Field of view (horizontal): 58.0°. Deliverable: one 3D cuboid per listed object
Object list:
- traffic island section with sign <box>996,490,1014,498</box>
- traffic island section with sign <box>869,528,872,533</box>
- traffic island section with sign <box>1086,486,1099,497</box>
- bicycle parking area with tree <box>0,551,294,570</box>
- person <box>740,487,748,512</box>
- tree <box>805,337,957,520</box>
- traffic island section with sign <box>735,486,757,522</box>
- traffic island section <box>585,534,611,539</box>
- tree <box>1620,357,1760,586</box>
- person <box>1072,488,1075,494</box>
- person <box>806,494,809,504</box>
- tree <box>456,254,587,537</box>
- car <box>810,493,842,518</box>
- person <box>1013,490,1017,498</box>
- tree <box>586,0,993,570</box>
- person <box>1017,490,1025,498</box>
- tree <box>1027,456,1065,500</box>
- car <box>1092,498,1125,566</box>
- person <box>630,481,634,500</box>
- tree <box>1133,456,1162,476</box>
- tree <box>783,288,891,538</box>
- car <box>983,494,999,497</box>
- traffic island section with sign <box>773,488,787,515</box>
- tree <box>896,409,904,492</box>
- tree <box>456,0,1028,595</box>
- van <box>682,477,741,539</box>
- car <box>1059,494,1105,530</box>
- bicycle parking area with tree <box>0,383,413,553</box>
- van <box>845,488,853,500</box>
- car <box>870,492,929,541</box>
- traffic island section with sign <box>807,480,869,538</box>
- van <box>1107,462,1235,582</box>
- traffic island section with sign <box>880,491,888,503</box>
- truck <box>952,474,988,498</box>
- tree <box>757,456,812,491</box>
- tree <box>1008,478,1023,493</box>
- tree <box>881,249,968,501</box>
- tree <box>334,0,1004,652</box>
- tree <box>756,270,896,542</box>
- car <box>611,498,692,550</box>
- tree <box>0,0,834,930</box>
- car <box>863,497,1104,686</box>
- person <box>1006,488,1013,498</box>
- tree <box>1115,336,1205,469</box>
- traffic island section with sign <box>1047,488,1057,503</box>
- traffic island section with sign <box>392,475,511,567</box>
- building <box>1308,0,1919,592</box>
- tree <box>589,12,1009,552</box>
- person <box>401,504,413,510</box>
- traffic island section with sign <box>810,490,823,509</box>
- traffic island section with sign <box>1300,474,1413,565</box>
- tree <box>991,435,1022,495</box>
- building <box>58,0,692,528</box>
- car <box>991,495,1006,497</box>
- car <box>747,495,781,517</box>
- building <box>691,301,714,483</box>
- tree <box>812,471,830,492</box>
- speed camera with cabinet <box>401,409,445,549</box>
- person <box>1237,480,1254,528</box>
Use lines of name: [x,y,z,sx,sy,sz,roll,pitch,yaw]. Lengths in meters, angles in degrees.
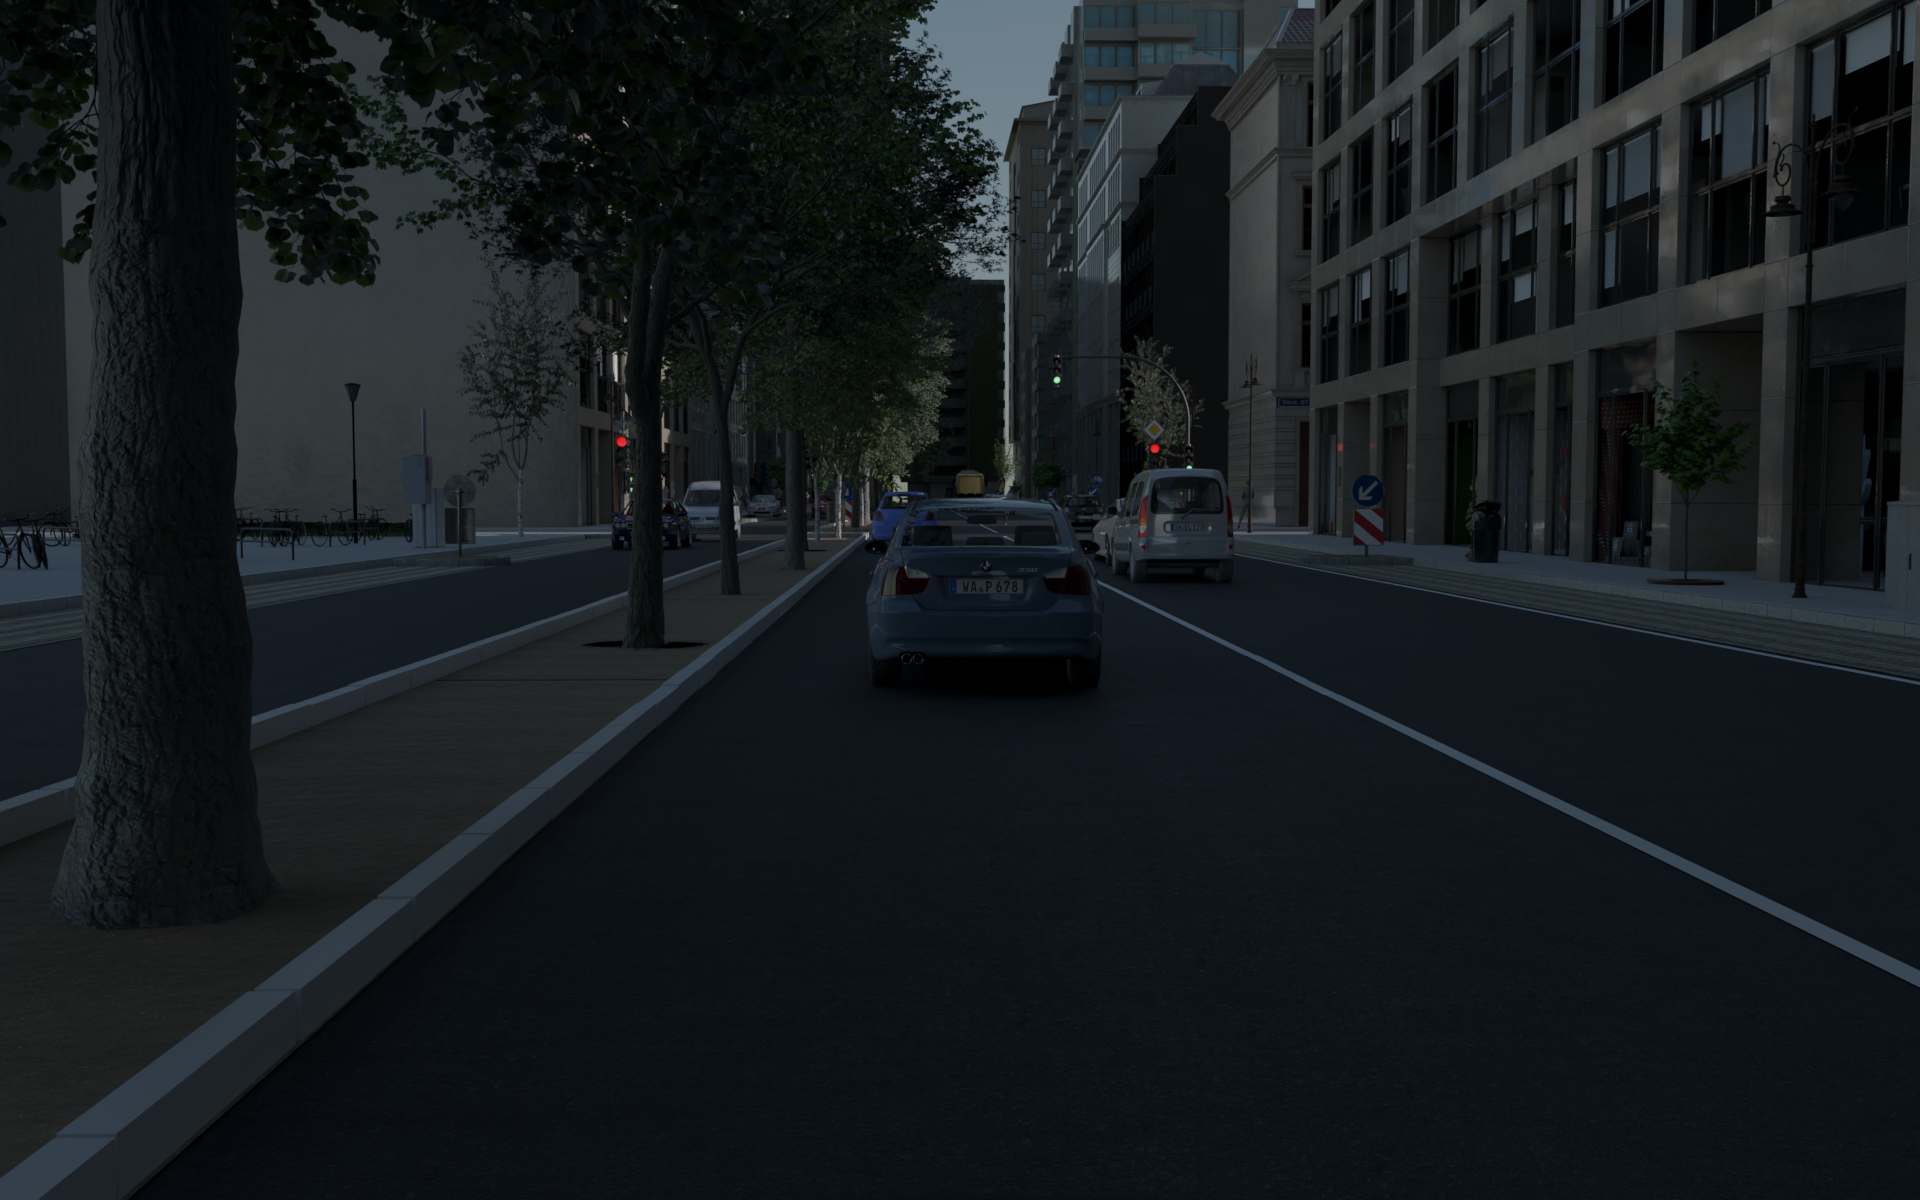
traffic island section with sign: [4.778,-9.692,167.097,1.989,1.847,2.006,0,4,-1]
traffic island section with sign: [-4.300,-3.454,64.607,2.006,1.907,1.989,0,4,-1]
traffic island section with sign: [6.704,-4.972,89.913,1.989,1.847,2.006,0,4,-1]
bicycle parking area with tree: [-17.547,-2.788,32.578,8.231,4.147,9.016,-3,5,-41]
person: [-15.207,-7.093,122.196,0.709,1.800,0.728,2,4,29]
tree: [-4.918,-10.699,94.388,9.611,12.733,9.660,0,3,0]
traffic island section with sign: [-11.513,-4.939,89.384,1.989,1.847,2.006,0,4,-1]
traffic island section: [-11.032,-2.111,56.797,2.009,0.180,2.903,0,4,-1]
tree: [10.484,-1.835,24.602,1.663,3.219,1.824,0,3,0]
person: [8.143,-7.327,126.517,0.598,1.740,0.731,0,4,-4]
person: [-19.437,-12.827,219.151,0.436,1.711,0.756,-3,5,-42]
tree: [-13.109,-6.185,51.481,4.360,8.622,3.978,0,3,0]
car: [-8.103,-5.929,105.973,2.155,1.783,4.494,0,4,-2]
person: [6.101,-11.310,191.632,0.621,1.740,0.551,-1,4,-17]
tree: [-3.242,-6.860,32.743,7.486,12.596,7.792,0,3,0]
person: [7.095,-11.997,202.908,1.217,1.735,0.721,-3,4,-37]
tree: [7.396,-10.104,148.909,4.285,4.588,4.351,0,3,0]
car: [3.832,-1.450,36.066,2.083,1.381,4.827,0,4,-1]
person: [-13.132,-3.921,70.166,0.620,1.820,0.660,-1,4,-18]
tree: [9.310,-5.581,85.859,1.663,3.219,1.824,0,3,0]
tree: [-3.934,-6.297,55.779,4.360,8.622,3.978,0,3,0]
car: [2.512,-7.640,136.704,2.131,1.459,4.920,0,4,-1]
traffic island section with sign: [-12.194,-6.587,116.331,1.989,1.847,2.006,0,4,-1]
tree: [-4.362,-7.615,77.322,4.737,8.622,4.395,0,3,0]
tree: [-3.237,-5.365,24.595,8.767,10.594,7.601,0,4,-1]
van: [-7.821,-2.880,54.092,2.013,2.044,4.112,0,4,-2]
car: [4.606,-3.498,66.976,2.009,1.686,4.222,0,4,-2]
bicycle parking area with tree: [-18.325,-3.552,45.076,8.231,4.147,9.016,1,4,21]
van: [-10.185,-9.533,160.242,2.240,2.365,5.245,0,4,0]
car: [-1.414,-2.196,45.495,1.945,1.707,3.694,0,4,-1]
traffic island section with sign: [-4.126,-3.001,57.202,2.006,1.907,1.989,0,4,-1]
van: [3.574,-1.378,29.549,2.013,2.044,4.112,0,4,-1]
traffic island section with sign: [-6.173,-8.048,139.722,2.006,1.907,1.989,0,4,-1]
truck: [0.959,-10.406,166.058,3.469,3.379,9.791,0,4,0]
tree: [-15.402,-9.890,145.422,4.285,4.588,4.351,0,3,0]
tree: [6.438,-12.905,205.600,1.663,3.219,1.824,0,3,0]
tree: [-6.309,-15.713,115.260,12.611,20.169,13.585,0,3,0]
tree: [-2.830,-5.352,15.722,9.928,11.665,9.643,0,3,0]
tree: [-4.197,-6.013,51.132,4.737,8.622,4.395,0,3,0]
car: [-8.171,-2.045,46.010,1.945,1.354,3.894,0,4,-2]
tree: [-2.772,-5.906,5.676,9.857,13.997,8.962,0,3,0]
car: [0.186,-0.137,14.242,2.014,1.417,4.499,0,3,0]
person: [2.986,-5.801,103.573,0.478,1.798,0.641,0,4,-3]
tree: [9.045,-7.953,80.387,4.360,8.622,3.978,0,3,0]
traffic island section with sign: [6.029,-6.620,116.860,1.989,1.847,2.006,0,4,-1]
traffic island section with sign: [-10.165,-1.606,34.885,1.989,1.847,2.006,0,4,-1]
building: [21.144,-14.268,37.802,19.350,26.468,34.151,0,4,-1]
tree: [-3.902,-7.933,42.530,12.009,13.543,11.850,0,3,0]
person: [-17.287,-2.981,55.049,0.850,1.792,0.678,1,4,13]
traffic island section with sign: [-13.435,-9.688,167.028,1.989,1.847,2.006,0,4,-1]
traffic island section with sign: [8.049,-1.642,35.474,1.989,1.847,2.006,0,4,-1]
tree: [5.717,-16.377,218.131,4.737,8.622,4.395,0,3,0]
building: [-24.668,-16.995,82.380,19.350,26.468,34.151,0,4,-1]
car: [2.675,-6.300,115.372,2.083,1.381,4.827,0,4,-1]
car: [-12.198,-5.850,108.009,2.083,1.381,4.827,0,4,-2]
building: [-23.085,-19.839,110.278,13.634,28.700,20.117,0,4,-1]
tree: [-17.487,-14.225,216.293,4.285,4.588,4.351,0,3,0]
speed camera with cabinet: [-12.724,-2.857,41.046,0.660,3.252,2.038,0,4,-5]
person: [10.733,-3.590,65.012,0.520,1.790,0.573,-1,4,-21]
